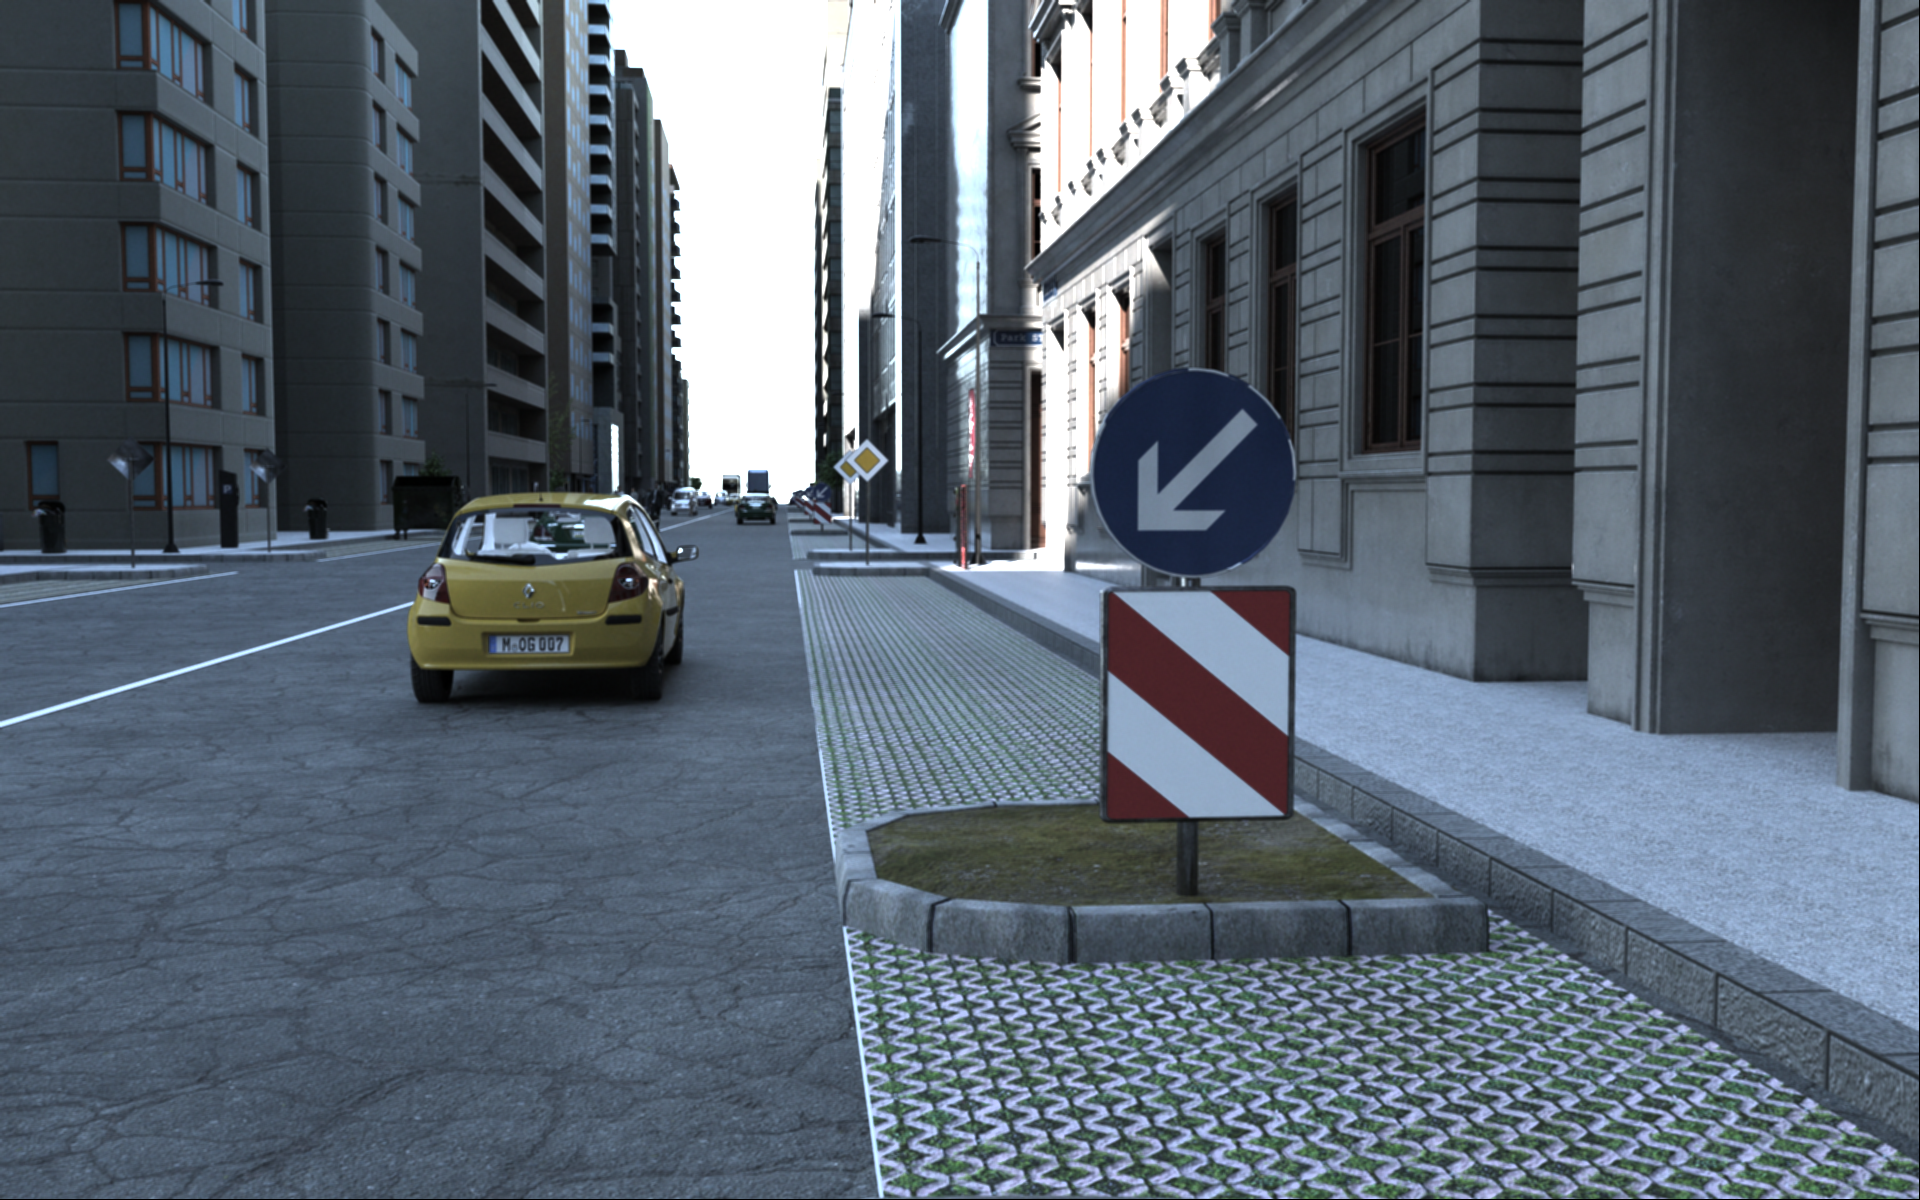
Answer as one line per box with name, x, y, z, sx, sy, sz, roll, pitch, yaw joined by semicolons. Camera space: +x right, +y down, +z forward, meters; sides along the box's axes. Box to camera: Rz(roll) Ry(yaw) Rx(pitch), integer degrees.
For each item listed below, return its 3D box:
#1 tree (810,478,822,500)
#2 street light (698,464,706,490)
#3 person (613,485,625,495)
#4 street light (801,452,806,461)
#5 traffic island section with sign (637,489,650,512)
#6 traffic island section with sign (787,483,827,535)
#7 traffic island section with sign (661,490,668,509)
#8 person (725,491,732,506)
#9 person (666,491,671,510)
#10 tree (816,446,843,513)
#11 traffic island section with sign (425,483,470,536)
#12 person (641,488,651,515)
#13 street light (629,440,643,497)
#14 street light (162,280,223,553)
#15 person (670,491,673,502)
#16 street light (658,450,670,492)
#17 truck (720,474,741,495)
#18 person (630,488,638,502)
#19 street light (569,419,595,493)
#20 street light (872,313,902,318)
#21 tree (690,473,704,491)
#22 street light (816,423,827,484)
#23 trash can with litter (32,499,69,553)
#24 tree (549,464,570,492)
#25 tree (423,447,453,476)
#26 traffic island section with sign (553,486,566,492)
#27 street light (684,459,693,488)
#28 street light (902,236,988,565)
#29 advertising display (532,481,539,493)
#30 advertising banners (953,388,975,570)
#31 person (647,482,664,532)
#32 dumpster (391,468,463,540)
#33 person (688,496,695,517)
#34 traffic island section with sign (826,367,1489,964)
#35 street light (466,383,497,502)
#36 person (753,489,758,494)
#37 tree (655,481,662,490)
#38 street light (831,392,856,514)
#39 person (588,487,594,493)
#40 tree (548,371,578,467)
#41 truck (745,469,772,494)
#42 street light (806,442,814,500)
tree;-17.006;-12.824;204.277;1.663;3.219;1.824;0;3;0
street light;-39.697;-17.964;266.244;1.470;5.913;1.316;0;4;-6
person;-15.863;-4.389;80.359;0.679;1.850;0.850;0;4;-7
street light;-17.500;-14.055;202.342;1.470;5.913;1.316;0;4;-6
traffic island section with sign;-25.278;-7.887;137.581;1.989;1.847;2.006;0;4;-6
traffic island section with sign;-4.940;-3.175;60.535;1.989;1.847;2.006;0;4;-6
traffic island section with sign;-28.001;-9.527;164.398;1.989;1.847;2.006;0;4;-6
person;-28.289;-12.491;212.804;1.350;1.814;0.705;-3;5;-40
person;-25.569;-8.738;152.162;0.445;1.727;0.742;0;4;0
tree;-8.019;-8.155;117.041;4.285;4.588;4.351;0;3;0
traffic island section with sign;-17.459;-3.166;60.397;1.989;1.847;2.006;0;4;-6
person;-21.154;-6.695;118.050;1.350;1.814;0.705;1;4;13
street light;-27.879;-10.788;148.932;1.470;5.913;1.316;0;4;-6
street light;-16.662;-3.981;37.635;1.470;5.913;1.316;0;4;-6
person;-25.650;-8.886;154.574;1.217;1.735;0.721;3;5;40
street light;-31.368;-12.899;183.438;1.470;5.913;1.316;0;4;-6
truck;-32.306;-15.647;244.745;2.839;4.237;11.283;0;4;-5
person;-19.881;-5.925;105.477;0.635;1.810;0.391;2;4;28
street light;-23.693;-8.270;107.756;1.470;5.913;1.316;0;4;-6
street light;-1.564;-4.407;44.600;1.470;5.913;1.316;0;4;-6
tree;-41.641;-17.551;270.675;4.285;4.588;4.351;0;3;0
street light;-8.621;-8.637;113.756;1.470;5.913;1.316;0;4;-6
trash can with litter;-19.711;-1.601;37.564;0.624;1.170;1.055;-1;4;-21
tree;-25.941;-7.126;111.119;1.663;3.219;1.824;0;3;0
tree;-22.049;-4.752;72.292;1.663;3.219;1.824;0;3;0
traffic island section with sign;-20.227;-4.832;87.634;1.989;1.847;2.006;0;4;-6
street light;-36.308;-15.852;231.728;1.470;5.913;1.316;0;4;-6
street light;-0.212;-3.599;31.381;1.470;5.913;1.316;0;4;-6
advertising display;-21.853;-5.132;89.121;0.123;1.923;0.974;0;4;0
advertising banners;0.075;-2.042;29.580;0.090;3.025;2.074;-1;4;-8
person;-11.496;-3.526;65.509;0.648;1.900;0.474;-1;4;-14
dumpster;-16.624;-3.003;54.054;1.985;2.255;1.502;0;4;-4
person;-16.825;-5.865;108.667;0.640;1.303;0.475;2;4;34
traffic island section with sign;0.555;0.148;6.213;1.989;1.847;2.006;0;4;-6
street light;-20.111;-6.126;72.702;1.470;5.913;1.316;0;4;-6
person;-17.560;-8.574;148.641;1.348;1.831;0.705;-1;4;-16
tree;-33.264;-11.869;188.664;1.663;3.219;1.824;0;3;0
street light;-5.176;-6.526;79.246;1.470;5.913;1.316;0;4;-6
person;-17.814;-4.534;83.226;0.643;1.750;0.593;0;4;4
tree;-24.658;-9.237;101.387;4.737;8.622;4.395;0;3;0
truck;-20.979;-11.581;179.107;2.967;4.110;18.799;0;4;-6
street light;-12.836;-11.156;154.937;1.470;5.913;1.316;0;4;-6
